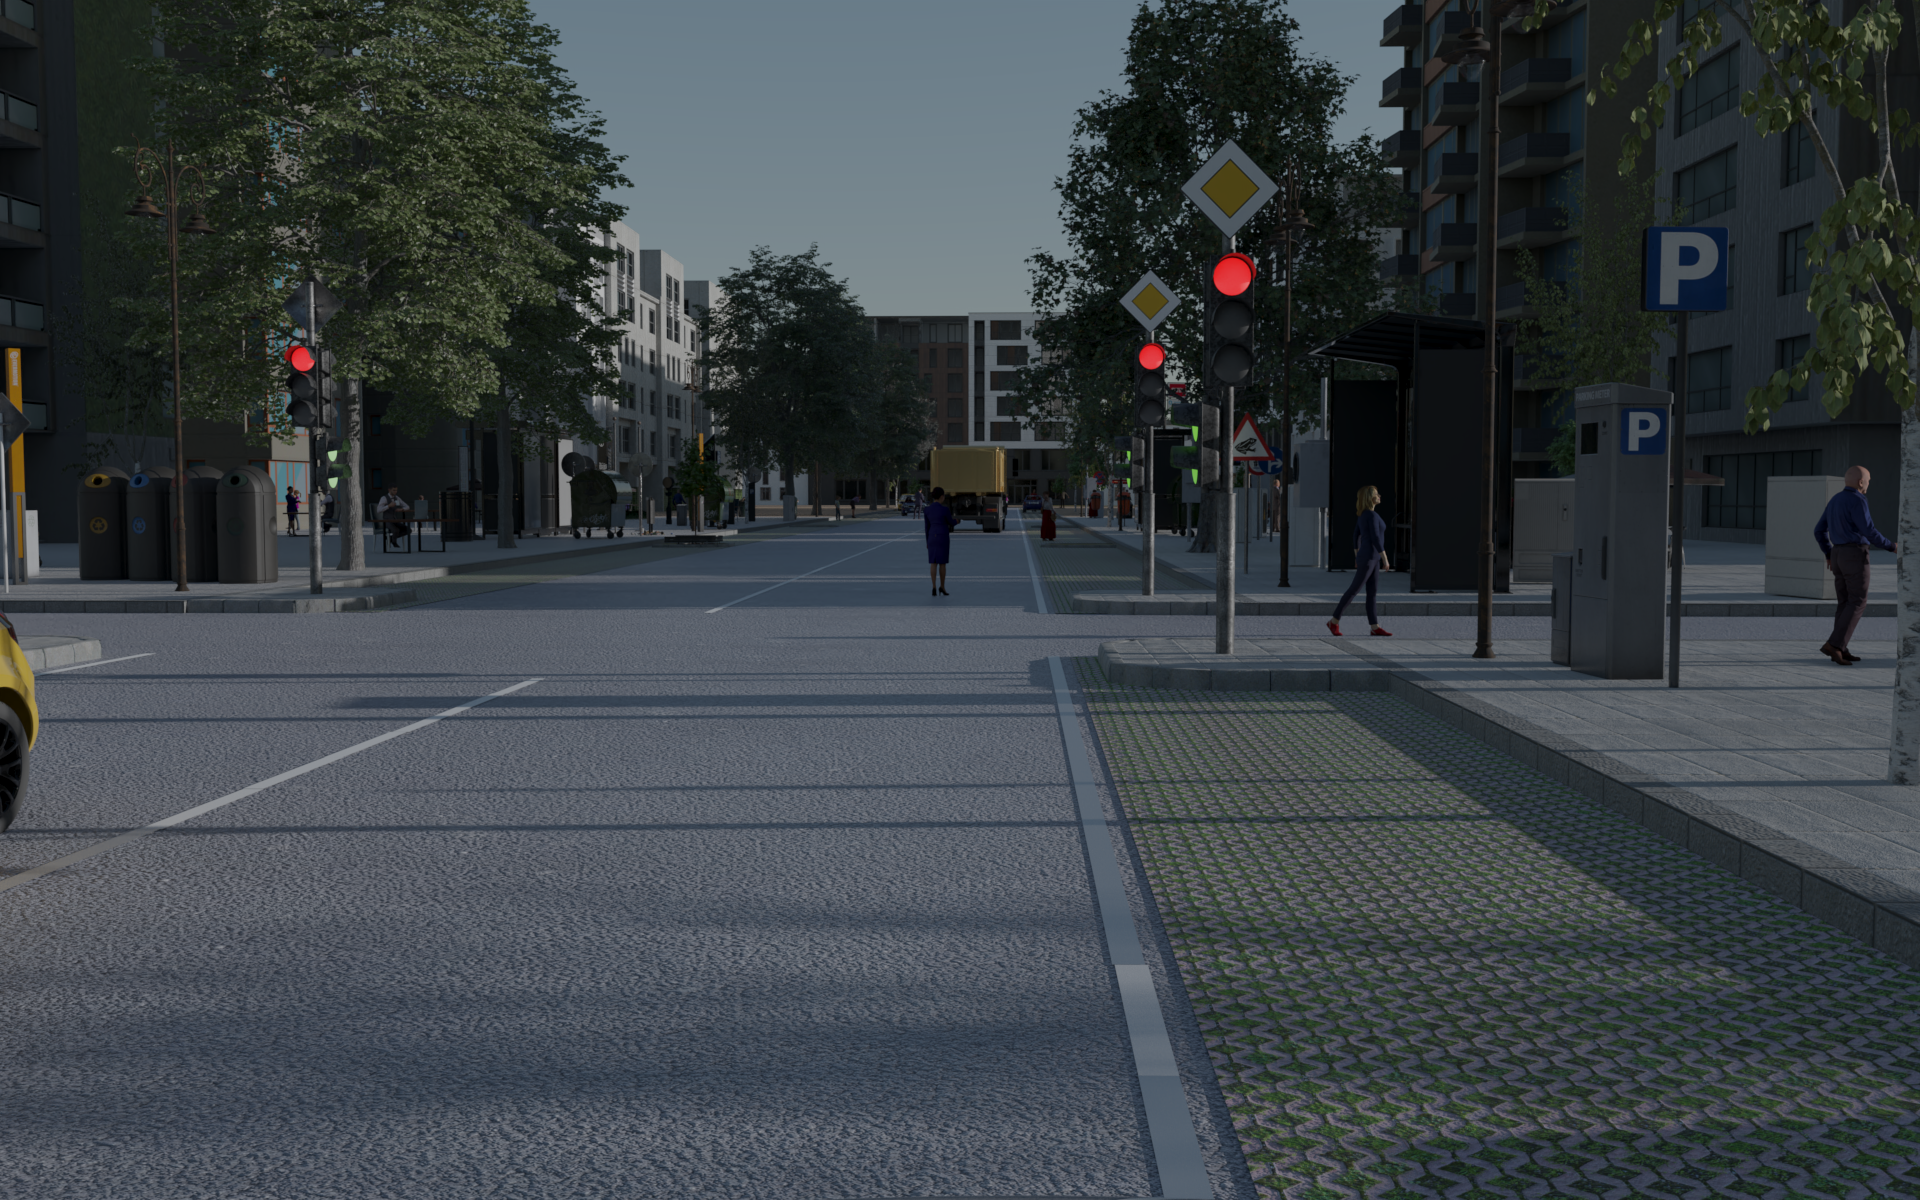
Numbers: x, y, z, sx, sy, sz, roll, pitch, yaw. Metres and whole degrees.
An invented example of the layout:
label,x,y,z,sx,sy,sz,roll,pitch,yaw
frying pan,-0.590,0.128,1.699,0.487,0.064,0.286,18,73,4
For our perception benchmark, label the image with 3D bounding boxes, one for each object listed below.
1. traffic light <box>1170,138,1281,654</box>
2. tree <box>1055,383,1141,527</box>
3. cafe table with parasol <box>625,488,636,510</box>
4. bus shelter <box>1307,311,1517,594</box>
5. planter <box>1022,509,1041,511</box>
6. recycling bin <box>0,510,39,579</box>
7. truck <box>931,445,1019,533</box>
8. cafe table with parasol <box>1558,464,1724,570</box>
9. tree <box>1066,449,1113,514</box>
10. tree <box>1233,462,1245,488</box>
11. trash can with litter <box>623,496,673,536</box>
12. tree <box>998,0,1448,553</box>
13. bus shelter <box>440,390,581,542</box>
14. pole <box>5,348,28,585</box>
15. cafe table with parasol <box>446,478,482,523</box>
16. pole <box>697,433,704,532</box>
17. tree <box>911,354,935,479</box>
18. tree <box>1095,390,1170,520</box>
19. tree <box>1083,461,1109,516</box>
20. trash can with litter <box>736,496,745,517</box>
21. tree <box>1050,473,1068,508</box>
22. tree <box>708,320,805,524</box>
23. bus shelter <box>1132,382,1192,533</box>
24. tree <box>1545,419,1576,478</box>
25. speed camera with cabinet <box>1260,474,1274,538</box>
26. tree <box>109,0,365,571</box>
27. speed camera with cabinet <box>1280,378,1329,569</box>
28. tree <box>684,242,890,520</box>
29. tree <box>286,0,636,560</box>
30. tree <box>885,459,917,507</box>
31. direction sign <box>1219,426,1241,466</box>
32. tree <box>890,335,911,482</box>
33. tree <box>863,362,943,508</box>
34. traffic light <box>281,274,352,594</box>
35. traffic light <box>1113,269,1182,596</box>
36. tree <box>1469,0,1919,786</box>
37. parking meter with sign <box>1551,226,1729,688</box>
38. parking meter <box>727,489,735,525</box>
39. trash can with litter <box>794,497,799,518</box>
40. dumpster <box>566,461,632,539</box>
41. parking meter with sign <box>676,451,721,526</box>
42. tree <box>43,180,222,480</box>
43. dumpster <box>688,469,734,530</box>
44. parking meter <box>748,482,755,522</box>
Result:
label,x,y,z,sx,sy,sz,roll,pitch,yaw
traffic light,2.116,-1.524,13.841,0.839,4.253,0.868,0,4,2
tree,5.808,-7.148,67.226,4.737,8.622,4.395,0,3,0
cafe table with parasol,-18.899,-5.502,94.816,2.610,1.966,2.610,-2,4,-30
bus shelter,6.446,-2.084,25.351,1.731,3.624,6.357,0,4,2
planter,6.420,-7.930,150.801,1.991,0.319,1.994,0,4,2
recycling bin,-14.665,-0.856,26.545,0.722,1.027,0.722,0,4,4
truck,0.475,-4.388,67.672,3.469,3.379,9.791,0,4,3
cafe table with parasol,11.456,-1.493,29.277,2.610,1.966,2.610,3,4,36
tree,8.484,-7.866,112.325,4.285,4.588,4.351,0,3,0
tree,15.209,-6.072,93.872,1.663,3.219,1.824,0,3,0
trash can with litter,-9.885,-2.655,54.464,1.678,1.210,2.233,0,4,-3
tree,5.612,-7.390,37.842,9.611,12.733,9.660,0,3,0
bus shelter,-13.241,-4.465,50.637,2.179,5.291,8.768,0,4,2
pole,-13.278,-1.867,24.373,0.158,3.312,0.155,0,3,0
cafe table with parasol,-21.183,-4.344,75.883,2.610,1.966,2.610,-2,4,-24
pole,-8.757,-3.948,58.392,0.158,3.312,0.155,0,3,0
tree,-6.754,-14.046,136.311,9.857,13.997,8.962,0,3,0
tree,7.768,-8.271,85.596,4.360,8.622,3.978,0,3,0
tree,7.625,-6.488,100.685,1.663,3.219,1.824,0,3,0
trash can with litter,-12.240,-5.148,95.552,1.055,1.170,0.624,-1,4,-9
tree,9.087,-9.895,156.377,1.663,3.219,1.824,0,3,0
tree,-9.019,-7.590,74.462,4.360,8.622,3.978,0,3,0
bus shelter,7.002,-5.023,59.753,2.179,5.291,8.768,0,4,2
tree,23.867,-4.999,65.447,4.285,4.588,4.351,0,3,0
speed camera with cabinet,8.869,-3.490,51.396,0.660,3.252,2.038,1,4,20
tree,-9.861,-6.781,28.993,7.486,12.596,7.792,0,3,0
speed camera with cabinet,6.027,-2.196,30.247,0.660,3.252,2.038,0,4,2
tree,-8.674,-11.011,86.680,9.857,13.997,8.962,0,3,0
tree,-11.090,-7.484,40.483,7.486,12.596,7.792,0,3,0
tree,-6.310,-13.728,174.818,4.737,8.622,4.395,0,3,0
direction sign,7.404,-3.406,47.690,0.876,3.537,0.379,-3,4,-36
tree,-8.626,-12.070,104.000,9.857,13.997,8.962,0,3,0
tree,-6.572,-15.189,158.703,12.009,13.543,11.850,0,3,0
traffic light,-8.253,-2.031,22.135,0.839,4.253,0.868,0,4,2
traffic light,2.364,-2.012,21.822,0.839,4.253,0.868,0,4,2
tree,3.988,-3.496,7.515,4.737,8.622,4.395,0,3,0
parking meter with sign,4.683,-0.976,12.217,0.543,3.016,1.738,0,4,-3
parking meter,-9.698,-3.955,73.069,0.372,1.533,0.369,0,3,0
trash can with litter,-8.962,-5.025,93.541,0.624,1.170,1.055,-1,4,-12
dumpster,-10.424,-2.907,50.023,1.502,2.255,1.985,0,4,2
parking meter with sign,-10.550,-4.498,69.798,1.738,3.016,0.543,0,4,6
tree,-19.560,-5.541,40.955,4.360,8.622,3.978,0,3,0
dumpster,-9.085,-3.684,62.721,1.502,2.255,1.985,0,4,2
parking meter,-9.766,-4.592,80.797,0.399,1.863,0.255,-2,4,-26
